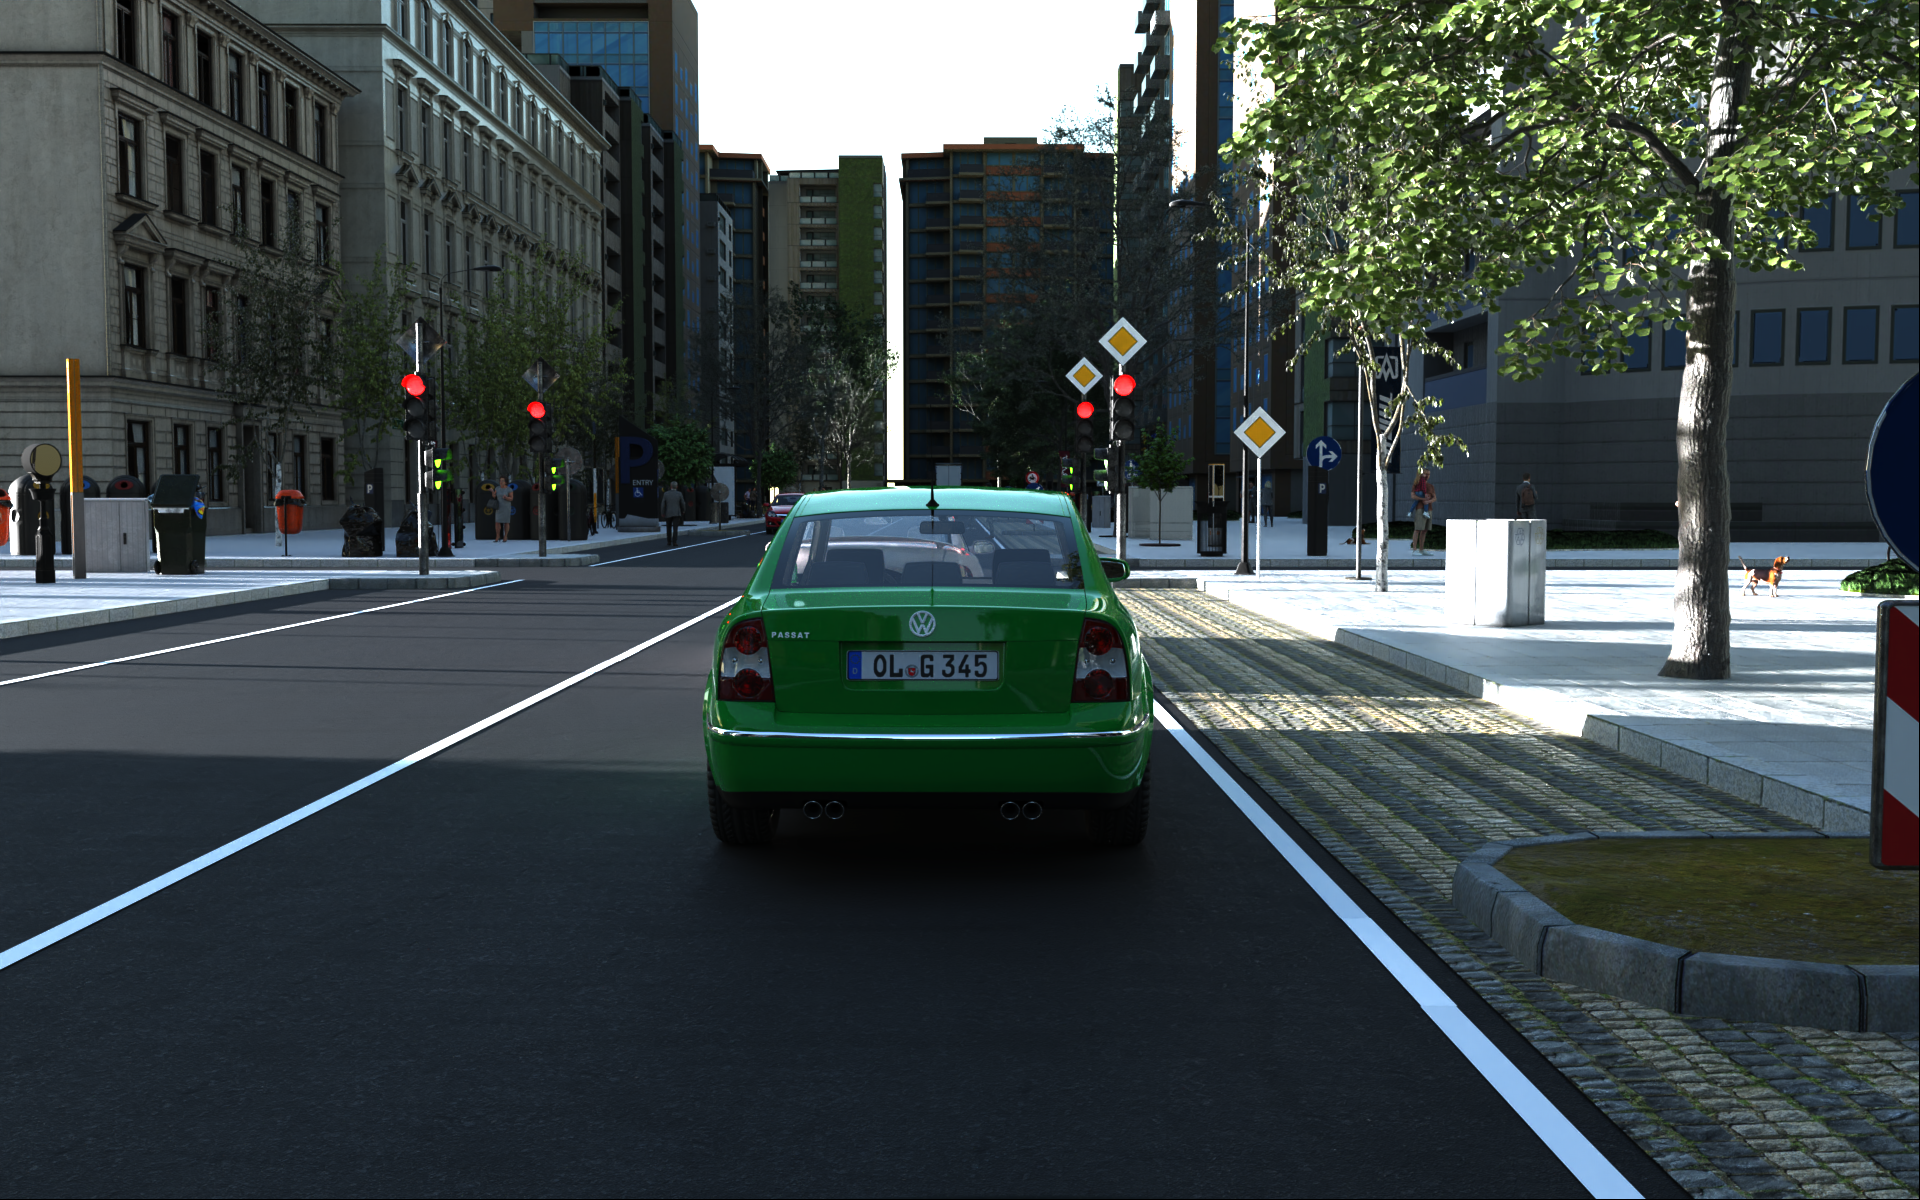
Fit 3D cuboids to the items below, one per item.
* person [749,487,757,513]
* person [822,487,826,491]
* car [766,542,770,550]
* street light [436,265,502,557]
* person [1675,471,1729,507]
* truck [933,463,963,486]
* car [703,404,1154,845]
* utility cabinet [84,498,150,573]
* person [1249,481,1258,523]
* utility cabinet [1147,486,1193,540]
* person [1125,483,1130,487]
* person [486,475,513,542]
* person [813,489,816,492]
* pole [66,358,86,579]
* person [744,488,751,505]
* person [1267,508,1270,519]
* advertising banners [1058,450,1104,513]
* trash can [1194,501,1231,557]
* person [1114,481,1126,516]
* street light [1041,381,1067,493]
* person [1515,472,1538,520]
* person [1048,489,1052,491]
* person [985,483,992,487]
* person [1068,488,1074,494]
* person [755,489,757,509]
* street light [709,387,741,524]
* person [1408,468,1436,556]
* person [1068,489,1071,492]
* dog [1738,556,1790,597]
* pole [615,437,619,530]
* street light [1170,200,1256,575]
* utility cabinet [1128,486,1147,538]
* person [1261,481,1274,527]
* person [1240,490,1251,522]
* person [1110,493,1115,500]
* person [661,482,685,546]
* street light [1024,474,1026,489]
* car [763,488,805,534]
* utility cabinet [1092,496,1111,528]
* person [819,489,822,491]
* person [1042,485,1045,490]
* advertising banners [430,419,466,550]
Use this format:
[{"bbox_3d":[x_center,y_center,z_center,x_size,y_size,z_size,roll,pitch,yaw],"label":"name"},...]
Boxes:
[{"bbox_3d":[-14.076,-6.893,119.277,0.750,1.759,0.617,-2,4,-29],"label":"person"},{"bbox_3d":[-7.751,-5.566,99.310,0.447,1.846,0.655,-2,4,-35],"label":"person"},{"bbox_3d":[-0.721,-0.175,15.226,2.083,1.381,4.827,0,4,0],"label":"car"},{"bbox_3d":[-10.002,-3.839,35.307,1.470,5.913,1.316,0,4,0],"label":"street light"},{"bbox_3d":[7.505,-0.719,17.604,0.447,1.846,0.655,3,5,44],"label":"person"},{"bbox_3d":[-1.103,-10.588,162.035,2.839,4.237,11.283,0,4,-1],"label":"truck"},{"bbox_3d":[-0.098,0.021,8.446,1.959,1.807,4.718,0,4,1],"label":"car"},{"bbox_3d":[-13.880,-1.055,28.411,1.020,1.237,0.306,-1,4,-15],"label":"utility cabinet"},{"bbox_3d":[12.949,-4.320,76.473,0.447,1.846,0.655,-2,4,-32],"label":"person"},{"bbox_3d":[5.896,-2.422,48.284,1.173,1.500,0.318,1,4,14],"label":"utility cabinet"},{"bbox_3d":[7.395,-4.201,75.086,0.716,1.782,0.532,2,4,25],"label":"person"},{"bbox_3d":[-12.261,-2.425,46.043,0.716,1.782,0.532,1,4,8],"label":"person"},{"bbox_3d":[-8.303,-5.371,96.991,0.598,1.740,0.731,1,4,12],"label":"person"},{"bbox_3d":[-13.371,-1.979,26.205,0.158,3.312,0.155,0,3,0],"label":"pole"},{"bbox_3d":[-15.016,-7.120,123.388,0.756,1.711,0.436,-2,4,-32],"label":"person"},{"bbox_3d":[15.952,-5.076,90.036,0.522,1.701,0.512,-2,4,-24],"label":"person"},{"bbox_3d":[4.887,-4.505,69.843,2.074,3.025,0.090,-1,4,-23],"label":"advertising banners"},{"bbox_3d":[5.184,-1.467,35.632,0.748,1.137,0.748,0,3,0],"label":"trash can"},{"bbox_3d":[5.647,-3.227,59.295,0.782,1.767,0.515,0,4,0],"label":"person"},{"bbox_3d":[3.800,-6.022,71.007,1.470,5.913,1.316,0,4,0],"label":"street light"},{"bbox_3d":[14.302,-2.307,43.726,0.622,1.834,0.822,3,5,39],"label":"person"},{"bbox_3d":[5.288,-5.869,102.337,0.601,1.785,0.444,1,4,13],"label":"person"},{"bbox_3d":[0.889,-2.894,55.991,0.466,1.800,0.511,-1,4,-9],"label":"person"},{"bbox_3d":[7.056,-6.248,108.612,0.576,1.772,0.534,-1,4,-13],"label":"person"},{"bbox_3d":[-16.871,-8.434,144.749,0.445,1.727,0.742,-2,4,-25],"label":"person"},{"bbox_3d":[-10.192,-6.270,75.061,1.470,5.913,1.316,0,4,0],"label":"street light"},{"bbox_3d":[9.586,-1.831,35.949,0.573,1.828,0.580,1,4,15],"label":"person"},{"bbox_3d":[8.308,-7.628,131.214,0.683,1.767,0.568,3,4,37],"label":"person"},{"bbox_3d":[10.078,-0.300,21.729,0.540,0.507,0.406,1,4,16],"label":"dog"},{"bbox_3d":[-12.236,-4.170,62.023,0.158,3.312,0.155,0,3,0],"label":"pole"},{"bbox_3d":[4.007,-3.361,27.496,1.470,5.913,1.316,0,4,0],"label":"street light"},{"bbox_3d":[5.449,-2.528,50.017,1.173,1.500,0.318,-1,4,-23],"label":"utility cabinet"},{"bbox_3d":[11.958,-3.750,67.540,0.537,1.800,0.526,1,4,15],"label":"person"},{"bbox_3d":[13.104,-4.422,78.708,0.716,1.782,0.532,2,4,27],"label":"person"},{"bbox_3d":[13.192,-8.733,149.751,0.541,1.710,0.530,-2,4,-27],"label":"person"},{"bbox_3d":[-7.918,-2.381,47.821,0.661,1.777,0.834,-1,4,-11],"label":"person"},{"bbox_3d":[3.604,-8.446,110.640,1.470,5.913,1.316,0,4,0],"label":"street light"},{"bbox_3d":[-6.095,-3.327,63.433,2.155,1.783,4.494,0,4,-1],"label":"car"},{"bbox_3d":[5.375,-3.351,65.951,0.306,1.237,1.020,-1,4,-23],"label":"utility cabinet"},{"bbox_3d":[-8.384,-5.777,103.708,0.466,1.731,0.760,3,5,42],"label":"person"},{"bbox_3d":[4.874,-5.717,99.865,0.721,1.781,0.623,-2,4,-25],"label":"person"},{"bbox_3d":[-11.968,-2.700,40.332,0.090,3.025,2.074,0,4,6],"label":"advertising banners"}]
